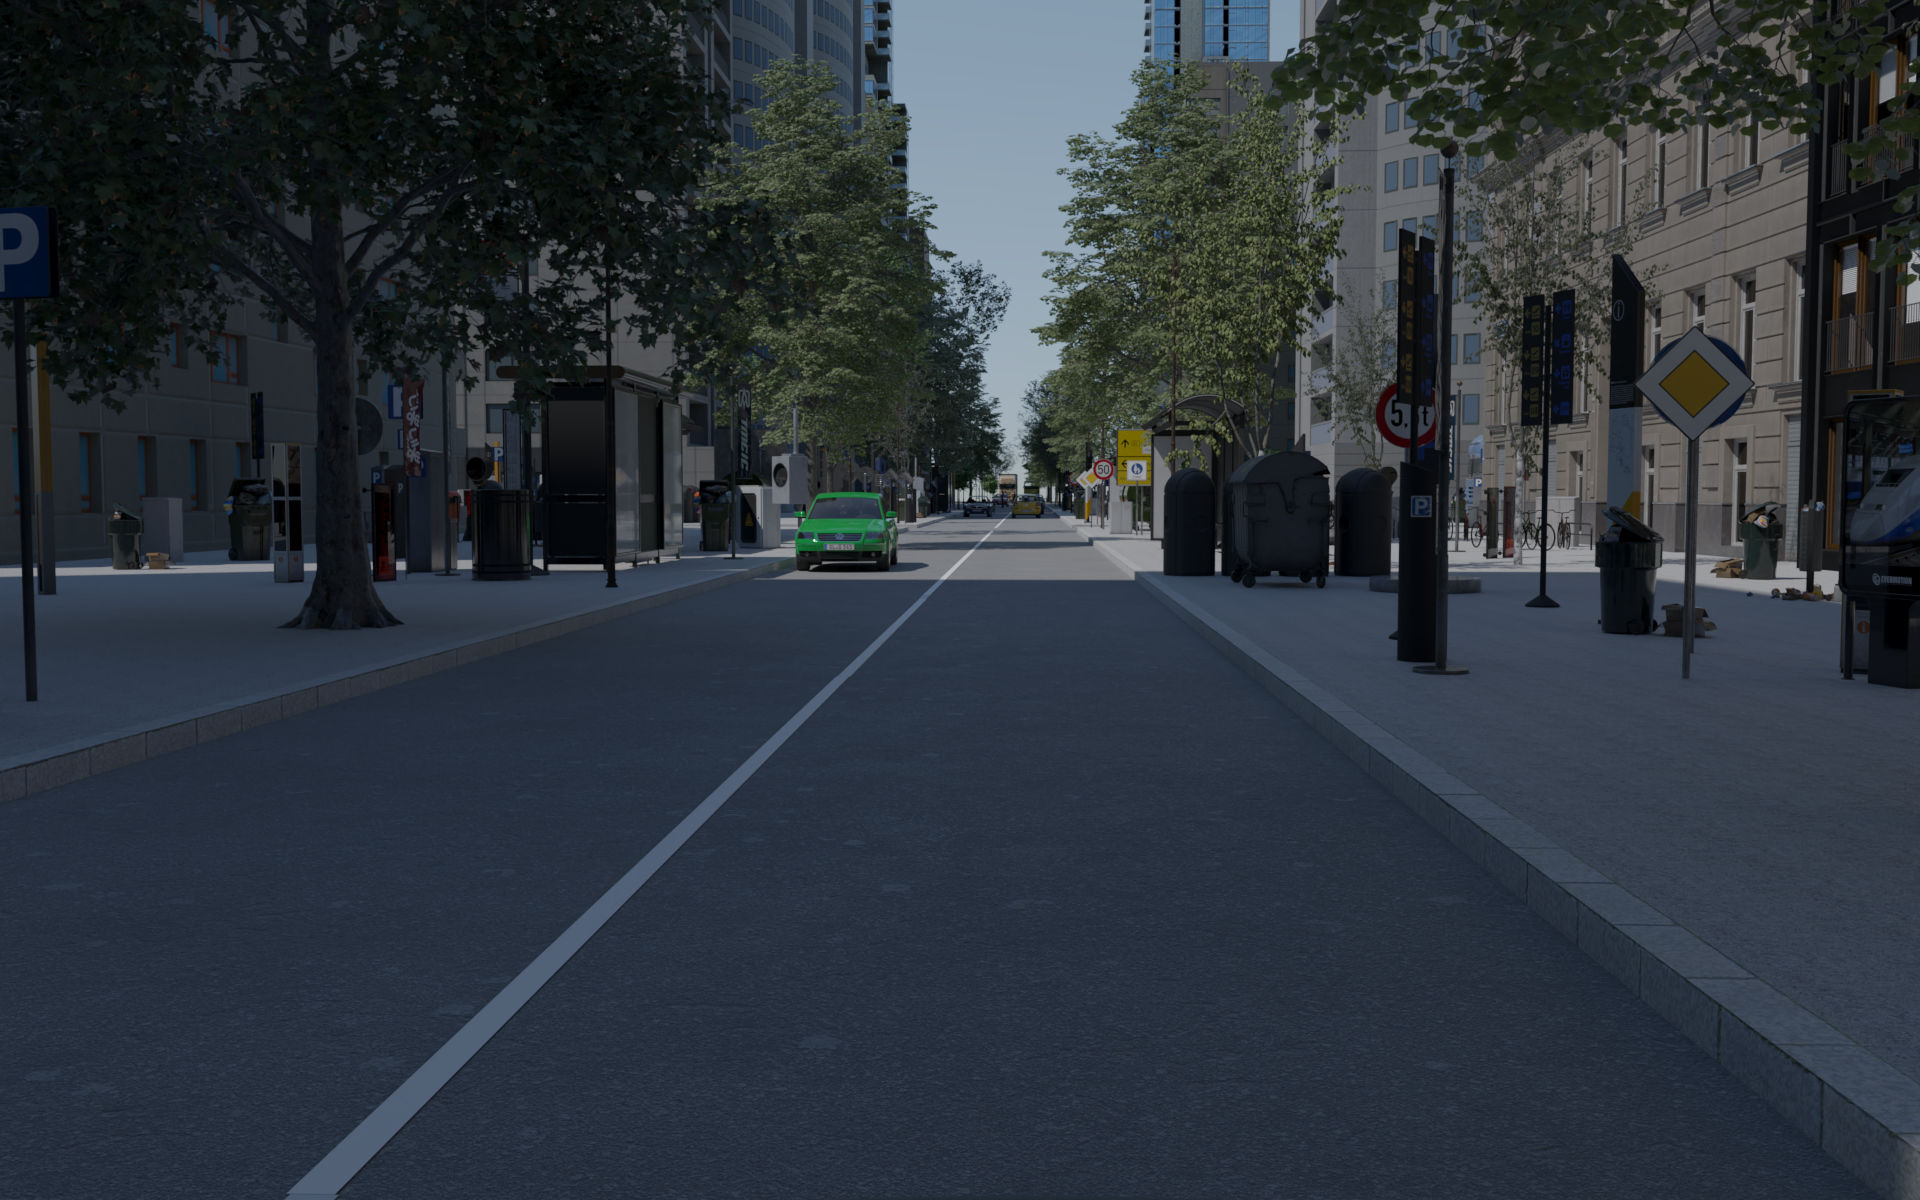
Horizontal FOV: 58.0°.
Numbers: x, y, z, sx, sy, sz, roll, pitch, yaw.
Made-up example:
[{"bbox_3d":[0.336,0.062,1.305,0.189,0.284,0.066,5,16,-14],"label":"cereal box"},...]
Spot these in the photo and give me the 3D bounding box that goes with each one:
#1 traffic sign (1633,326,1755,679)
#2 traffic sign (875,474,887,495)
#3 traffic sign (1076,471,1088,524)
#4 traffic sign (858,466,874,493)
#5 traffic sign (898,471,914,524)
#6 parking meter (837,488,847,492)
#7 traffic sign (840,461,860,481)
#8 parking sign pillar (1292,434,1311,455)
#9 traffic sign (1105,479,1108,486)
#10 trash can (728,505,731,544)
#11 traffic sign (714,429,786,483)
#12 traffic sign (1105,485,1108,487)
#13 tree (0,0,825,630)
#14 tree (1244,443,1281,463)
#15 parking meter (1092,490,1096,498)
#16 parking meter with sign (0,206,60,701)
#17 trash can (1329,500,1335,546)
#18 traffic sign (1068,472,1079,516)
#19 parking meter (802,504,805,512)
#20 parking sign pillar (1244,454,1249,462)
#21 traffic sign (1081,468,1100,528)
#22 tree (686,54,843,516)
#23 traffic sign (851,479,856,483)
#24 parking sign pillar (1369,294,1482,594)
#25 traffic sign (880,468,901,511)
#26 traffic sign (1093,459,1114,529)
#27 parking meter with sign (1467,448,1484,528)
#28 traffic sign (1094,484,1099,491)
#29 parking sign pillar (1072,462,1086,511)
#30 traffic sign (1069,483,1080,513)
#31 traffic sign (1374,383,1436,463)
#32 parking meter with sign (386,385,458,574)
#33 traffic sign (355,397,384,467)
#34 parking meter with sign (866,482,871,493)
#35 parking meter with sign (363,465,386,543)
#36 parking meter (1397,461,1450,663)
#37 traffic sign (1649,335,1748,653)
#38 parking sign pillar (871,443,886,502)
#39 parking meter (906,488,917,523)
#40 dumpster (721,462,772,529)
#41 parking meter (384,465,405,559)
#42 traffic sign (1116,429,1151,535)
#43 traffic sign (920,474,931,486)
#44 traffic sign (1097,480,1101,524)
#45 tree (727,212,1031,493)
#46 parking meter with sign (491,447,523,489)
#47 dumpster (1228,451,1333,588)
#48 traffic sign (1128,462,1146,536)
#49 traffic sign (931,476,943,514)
[{"bbox_3d":[5.049,-0.660,11.984,0.795,2.450,0.064,1,4,8],"label":"traffic sign"},{"bbox_3d":[-4.076,-5.339,89.425,0.606,2.300,0.079,0,4,5],"label":"traffic sign"},{"bbox_3d":[5.341,-4.304,74.007,0.795,2.450,0.064,0,4,2],"label":"traffic sign"},{"bbox_3d":[-4.321,-4.835,79.152,0.768,2.556,0.104,1,4,11],"label":"traffic sign"},{"bbox_3d":[-2.346,-4.324,74.339,0.795,2.450,0.064,0,4,2],"label":"traffic sign"},{"bbox_3d":[-4.570,-3.590,67.110,0.372,1.533,0.369,0,3,0],"label":"parking meter"},{"bbox_3d":[-4.234,-4.075,66.730,0.768,2.556,0.104,0,4,6],"label":"traffic sign"},{"bbox_3d":[15.276,-5.470,77.901,1.447,3.967,1.447,-1,4,-16],"label":"parking sign pillar"},{"bbox_3d":[10.028,-7.060,115.532,0.768,2.556,0.104,1,4,9],"label":"traffic sign"},{"bbox_3d":[-5.933,-1.883,42.436,0.748,1.137,0.748,0,3,0],"label":"trash can"},{"bbox_3d":[-6.537,-3.674,53.935,2.265,3.308,0.079,0,4,4],"label":"traffic sign"},{"bbox_3d":[10.740,-7.512,122.819,0.884,2.594,0.081,0,4,7],"label":"traffic sign"},{"bbox_3d":[-6.108,-6.081,16.429,9.611,12.733,9.660,0,3,0],"label":"tree"},{"bbox_3d":[19.222,-7.625,108.374,4.285,4.588,4.351,0,3,0],"label":"tree"},{"bbox_3d":[9.341,-6.826,120.009,0.372,1.533,0.369,0,3,0],"label":"parking meter"},{"bbox_3d":[-5.976,-0.831,9.851,0.543,3.016,1.738,1,4,16],"label":"parking meter with sign"},{"bbox_3d":[9.135,-1.935,43.293,0.748,1.137,0.748,0,3,0],"label":"trash can"},{"bbox_3d":[6.777,-6.238,102.101,0.768,2.556,0.104,1,4,9],"label":"traffic sign"},{"bbox_3d":[-9.057,-5.694,101.501,0.372,1.533,0.369,0,3,0],"label":"parking meter"},{"bbox_3d":[19.211,-7.666,113.804,1.447,3.967,1.447,1,4,12],"label":"parking sign pillar"},{"bbox_3d":[5.017,-3.816,66.029,0.795,2.450,0.064,0,4,2],"label":"traffic sign"},{"bbox_3d":[-3.975,-7.815,45.898,7.486,12.596,7.792,0,3,0],"label":"tree"},{"bbox_3d":[-5.115,-4.884,79.965,0.768,2.556,0.104,1,4,8],"label":"traffic sign"},{"bbox_3d":[6.149,-2.099,22.795,1.447,3.967,1.447,1,4,12],"label":"parking sign pillar"},{"bbox_3d":[-2.670,-3.836,66.360,0.795,2.450,0.064,0,4,2],"label":"traffic sign"},{"bbox_3d":[5.193,-3.827,62.684,0.768,2.556,0.104,1,4,9],"label":"traffic sign"},{"bbox_3d":[19.638,-4.225,65.341,0.543,3.016,1.738,2,4,34],"label":"parking meter with sign"},{"bbox_3d":[9.585,-7.500,122.726,0.768,2.556,0.104,0,4,8],"label":"traffic sign"},{"bbox_3d":[8.608,-8.129,121.385,1.447,3.967,1.447,-3,5,-40],"label":"parking sign pillar"},{"bbox_3d":[7.599,-7.060,115.431,0.884,2.594,0.081,1,4,10],"label":"traffic sign"},{"bbox_3d":[4.995,-1.176,19.328,0.768,2.556,0.104,0,4,4],"label":"traffic sign"},{"bbox_3d":[-8.792,-1.973,28.522,0.543,3.016,1.738,0,4,4],"label":"parking meter with sign"},{"bbox_3d":[-7.961,-1.390,22.834,0.768,2.556,0.104,1,4,10],"label":"traffic sign"},{"bbox_3d":[-5.728,-7.080,112.012,0.543,3.016,1.738,3,4,37],"label":"parking meter with sign"},{"bbox_3d":[-15.163,-3.021,45.659,0.543,3.016,1.738,2,4,26],"label":"parking meter with sign"},{"bbox_3d":[3.561,-0.299,13.307,0.372,1.533,0.369,0,3,0],"label":"parking meter"},{"bbox_3d":[5.886,-0.844,13.912,0.768,2.556,0.104,1,4,10],"label":"traffic sign"},{"bbox_3d":[-4.344,-6.359,92.443,1.447,3.967,1.447,1,4,15],"label":"parking sign pillar"},{"bbox_3d":[-2.147,-4.272,78.252,0.372,1.533,0.369,0,3,0],"label":"parking meter"},{"bbox_3d":[-6.412,-3.012,51.736,1.502,2.255,1.985,0,4,2],"label":"dumpster"},{"bbox_3d":[-11.226,-1.755,34.401,0.255,1.863,0.399,1,4,12],"label":"parking meter"},{"bbox_3d":[6.001,-3.675,53.957,2.265,3.308,0.079,0,4,3],"label":"traffic sign"},{"bbox_3d":[-2.241,-6.692,109.522,0.768,2.556,0.104,0,4,7],"label":"traffic sign"},{"bbox_3d":[5.799,-4.336,73.030,0.606,2.300,0.079,0,4,6],"label":"traffic sign"},{"bbox_3d":[-4.520,-8.294,61.360,9.928,11.665,9.643,0,3,0],"label":"tree"},{"bbox_3d":[-16.368,-4.105,63.370,1.738,3.016,0.543,3,4,38],"label":"parking meter with sign"},{"bbox_3d":[4.482,-1.132,24.261,1.264,1.857,1.865,0,4,2],"label":"dumpster"},{"bbox_3d":[5.465,-3.141,53.490,0.606,2.300,0.079,1,4,12],"label":"traffic sign"},{"bbox_3d":[-1.504,-6.781,112.049,0.795,2.450,0.064,1,4,12],"label":"traffic sign"}]
